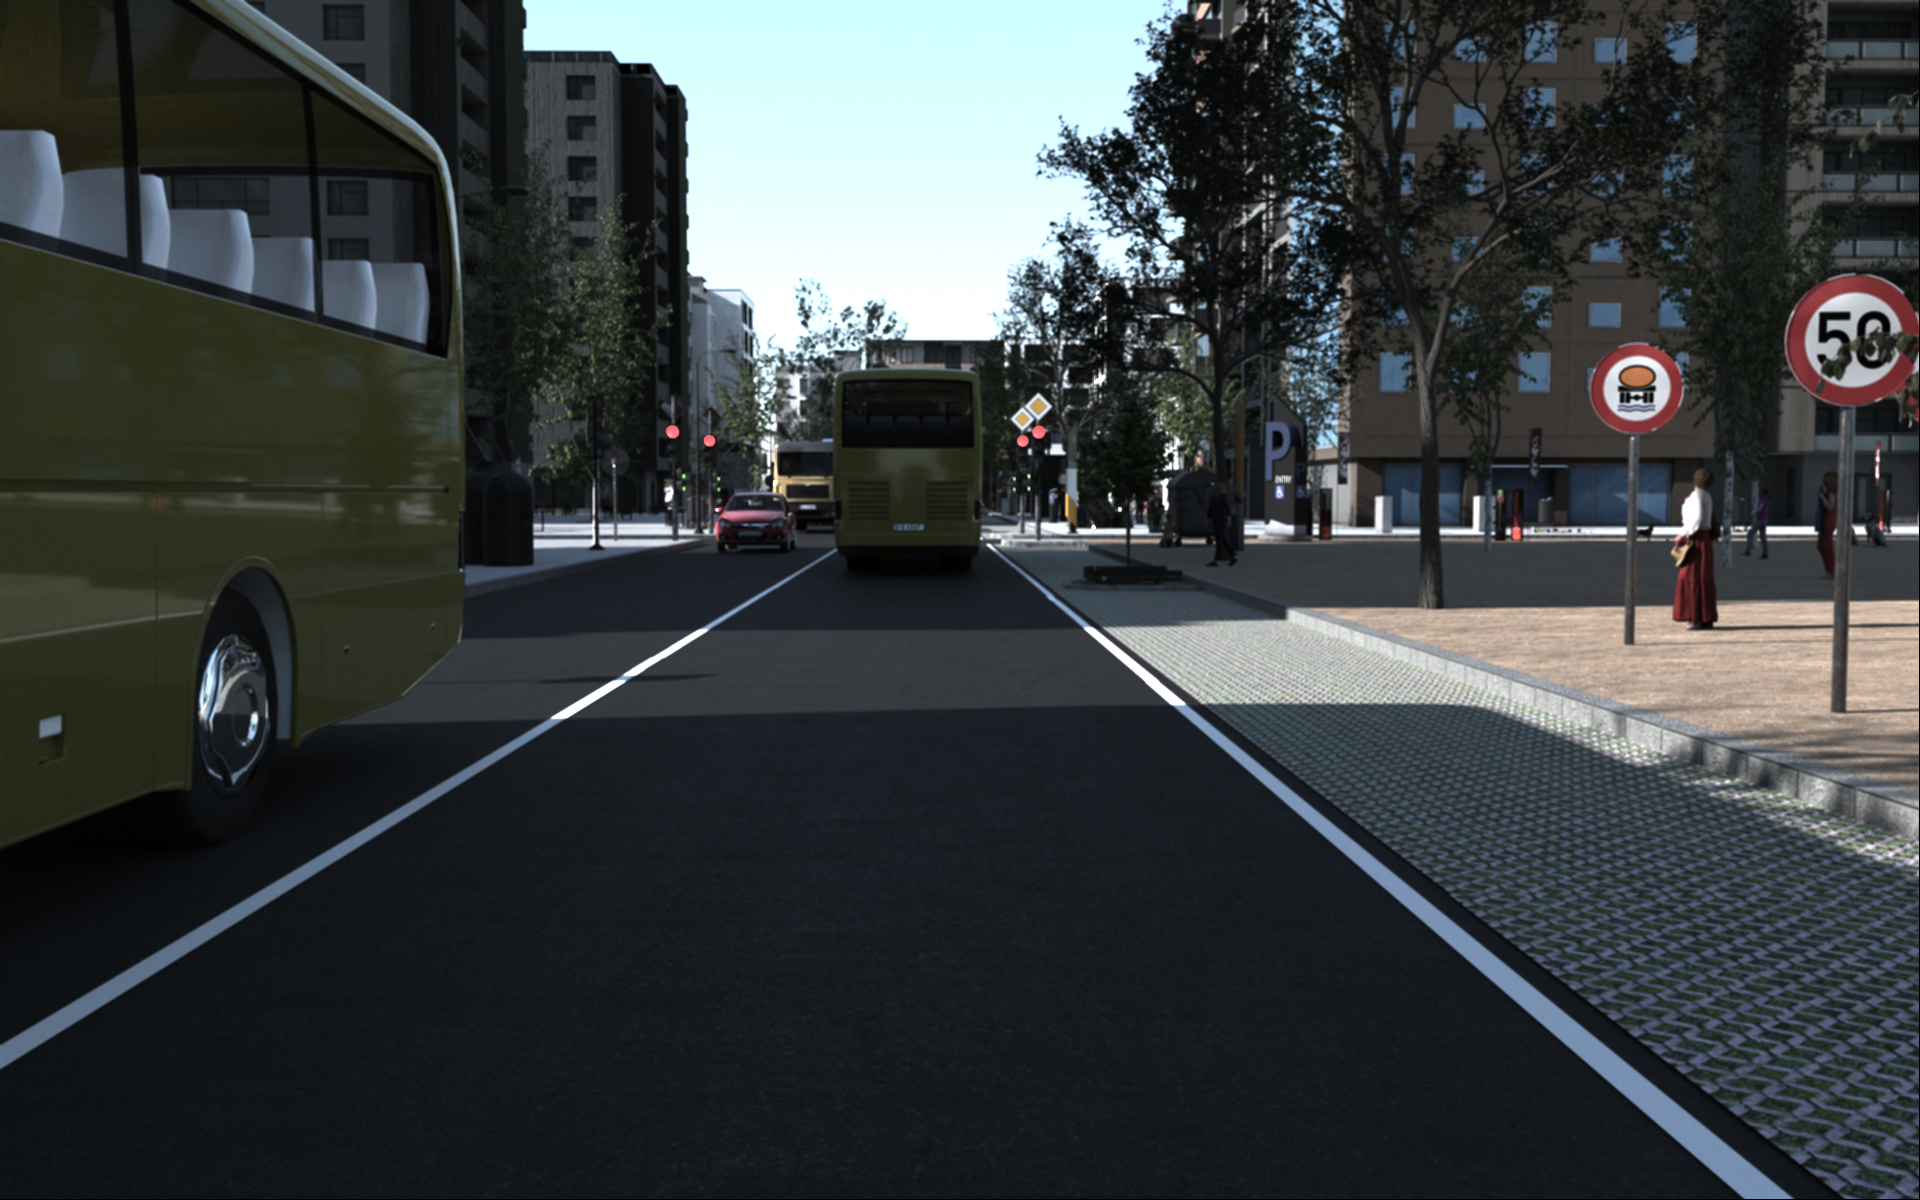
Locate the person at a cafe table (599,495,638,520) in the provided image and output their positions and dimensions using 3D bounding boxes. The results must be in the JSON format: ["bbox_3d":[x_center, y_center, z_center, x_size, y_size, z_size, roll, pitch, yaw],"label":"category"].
[{"bbox_3d":[-17.220,-4.601,86.092,1.698,1.238,1.726,-3,5,-45],"label":"person at a cafe table"}]

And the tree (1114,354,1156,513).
[{"bbox_3d":[9.785,-8.484,89.077,4.360,8.622,3.978,0,3,0],"label":"tree"}]

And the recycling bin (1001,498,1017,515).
[{"bbox_3d":[3.036,-5.763,106.783,0.722,1.027,0.722,-2,4,-35],"label":"recycling bin"}]

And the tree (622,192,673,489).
[{"bbox_3d":[-9.057,-5.653,42.783,4.737,8.622,4.395,0,3,0],"label":"tree"}]

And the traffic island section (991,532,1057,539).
[{"bbox_3d":[2.032,-2.061,55.973,2.009,0.180,2.903,0,4,-1],"label":"traffic island section"}]

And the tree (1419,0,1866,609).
[{"bbox_3d":[5.482,-5.200,19.436,8.767,10.594,7.601,2,4,28],"label":"tree"}]

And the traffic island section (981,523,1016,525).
[{"bbox_3d":[1.564,-3.533,80.633,1.991,0.108,1.994,0,4,-1],"label":"traffic island section"}]

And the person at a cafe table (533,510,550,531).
[{"bbox_3d":[-15.251,-3.137,59.799,1.622,1.524,1.698,-2,4,-35],"label":"person at a cafe table"}]

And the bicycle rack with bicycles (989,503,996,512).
[{"bbox_3d":[3.508,-6.903,126.246,2.925,0.926,2.852,-1,4,-23],"label":"bicycle rack with bicycles"}]

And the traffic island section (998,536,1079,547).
[{"bbox_3d":[2.182,-1.572,47.989,2.009,0.180,2.903,0,4,-1],"label":"traffic island section"}]

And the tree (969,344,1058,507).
[{"bbox_3d":[3.663,-11.805,118.768,9.928,11.665,9.643,0,3,0],"label":"tree"}]

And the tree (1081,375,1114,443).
[{"bbox_3d":[9.642,-9.131,99.662,4.737,8.622,4.395,0,3,0],"label":"tree"}]

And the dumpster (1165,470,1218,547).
[{"bbox_3d":[5.789,-2.257,42.656,1.264,1.857,1.865,0,4,-1],"label":"dumpster"}]

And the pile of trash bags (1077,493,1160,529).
[{"bbox_3d":[5.951,-3.412,65.544,3.447,1.369,1.912,-1,4,-20],"label":"pile of trash bags"}]

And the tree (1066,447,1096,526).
[{"bbox_3d":[4.740,-4.609,69.958,1.663,3.219,1.824,0,3,0],"label":"tree"}]

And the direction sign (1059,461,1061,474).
[{"bbox_3d":[5.691,-6.920,105.140,0.876,3.537,0.379,1,4,10],"label":"direction sign"}]

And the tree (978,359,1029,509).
[{"bbox_3d":[2.260,-13.859,144.729,7.486,12.596,7.792,0,3,0],"label":"tree"}]

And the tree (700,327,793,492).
[{"bbox_3d":[-9.147,-7.656,75.530,4.737,8.622,4.395,0,3,0],"label":"tree"}]

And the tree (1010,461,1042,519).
[{"bbox_3d":[3.368,-5.841,90.101,1.663,3.219,1.824,0,3,0],"label":"tree"}]

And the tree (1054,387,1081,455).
[{"bbox_3d":[7.795,-9.712,109.160,4.737,8.622,4.395,0,3,0],"label":"tree"}]

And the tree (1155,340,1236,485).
[{"bbox_3d":[11.820,-7.877,79.147,4.360,8.622,3.978,0,3,0],"label":"tree"}]

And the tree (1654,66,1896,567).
[{"bbox_3d":[13.764,-4.889,30.297,4.737,8.622,4.395,0,3,0],"label":"tree"}]

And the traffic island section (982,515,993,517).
[{"bbox_3d":[1.059,-5.196,107.812,1.991,0.108,1.994,0,4,-1],"label":"traffic island section"}]

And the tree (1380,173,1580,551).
[{"bbox_3d":[11.707,-5.421,38.992,4.737,8.622,4.395,0,3,0],"label":"tree"}]

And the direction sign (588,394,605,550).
[{"bbox_3d":[-8.356,-2.920,39.739,0.379,3.537,0.876,-2,4,-32],"label":"direction sign"}]

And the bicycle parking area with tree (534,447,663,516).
[{"bbox_3d":[-21.973,-7.218,105.021,8.231,4.147,9.016,0,4,7],"label":"bicycle parking area with tree"}]

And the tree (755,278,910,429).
[{"bbox_3d":[-11.698,-18.199,153.436,12.611,20.169,13.585,0,3,0],"label":"tree"}]

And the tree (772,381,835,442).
[{"bbox_3d":[-9.747,-9.910,112.383,4.360,8.622,3.978,0,3,0],"label":"tree"}]

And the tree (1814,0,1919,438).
[{"bbox_3d":[5.239,-3.456,6.866,4.360,8.622,3.978,0,3,0],"label":"tree"}]

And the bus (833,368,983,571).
[{"bbox_3d":[-1.011,-2.674,35.263,2.896,3.916,12.252,0,4,-1],"label":"bus"}]

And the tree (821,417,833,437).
[{"bbox_3d":[-10.799,-16.593,181.658,12.009,13.543,11.850,0,3,0],"label":"tree"}]

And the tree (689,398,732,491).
[{"bbox_3d":[-18.597,-10.854,127.828,4.360,8.622,3.978,0,3,0],"label":"tree"}]

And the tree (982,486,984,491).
[{"bbox_3d":[1.733,-11.555,183.525,1.663,3.219,1.824,0,3,0],"label":"tree"}]

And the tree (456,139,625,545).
[{"bbox_3d":[-9.404,-5.265,36.446,4.737,8.622,4.395,0,3,0],"label":"tree"}]

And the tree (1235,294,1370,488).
[{"bbox_3d":[12.305,-6.818,61.844,4.360,8.622,3.978,0,3,0],"label":"tree"}]

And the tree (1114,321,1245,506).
[{"bbox_3d":[9.534,-7.496,72.929,4.737,8.622,4.395,0,3,0],"label":"tree"}]

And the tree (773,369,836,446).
[{"bbox_3d":[-10.038,-11.952,129.832,8.767,10.594,7.601,0,4,5],"label":"tree"}]

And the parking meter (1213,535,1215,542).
[{"bbox_3d":[7.041,-2.352,46.861,0.372,1.533,0.369,0,3,0],"label":"parking meter"}]

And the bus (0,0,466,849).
[{"bbox_3d":[-4.144,-0.776,4.239,2.896,3.916,12.252,0,4,0],"label":"bus"}]

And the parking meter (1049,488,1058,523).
[{"bbox_3d":[4.146,-4.187,76.876,0.372,1.533,0.369,0,3,0],"label":"parking meter"}]

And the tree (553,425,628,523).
[{"bbox_3d":[-16.770,-5.787,78.337,4.285,4.588,4.351,0,3,0],"label":"tree"}]
